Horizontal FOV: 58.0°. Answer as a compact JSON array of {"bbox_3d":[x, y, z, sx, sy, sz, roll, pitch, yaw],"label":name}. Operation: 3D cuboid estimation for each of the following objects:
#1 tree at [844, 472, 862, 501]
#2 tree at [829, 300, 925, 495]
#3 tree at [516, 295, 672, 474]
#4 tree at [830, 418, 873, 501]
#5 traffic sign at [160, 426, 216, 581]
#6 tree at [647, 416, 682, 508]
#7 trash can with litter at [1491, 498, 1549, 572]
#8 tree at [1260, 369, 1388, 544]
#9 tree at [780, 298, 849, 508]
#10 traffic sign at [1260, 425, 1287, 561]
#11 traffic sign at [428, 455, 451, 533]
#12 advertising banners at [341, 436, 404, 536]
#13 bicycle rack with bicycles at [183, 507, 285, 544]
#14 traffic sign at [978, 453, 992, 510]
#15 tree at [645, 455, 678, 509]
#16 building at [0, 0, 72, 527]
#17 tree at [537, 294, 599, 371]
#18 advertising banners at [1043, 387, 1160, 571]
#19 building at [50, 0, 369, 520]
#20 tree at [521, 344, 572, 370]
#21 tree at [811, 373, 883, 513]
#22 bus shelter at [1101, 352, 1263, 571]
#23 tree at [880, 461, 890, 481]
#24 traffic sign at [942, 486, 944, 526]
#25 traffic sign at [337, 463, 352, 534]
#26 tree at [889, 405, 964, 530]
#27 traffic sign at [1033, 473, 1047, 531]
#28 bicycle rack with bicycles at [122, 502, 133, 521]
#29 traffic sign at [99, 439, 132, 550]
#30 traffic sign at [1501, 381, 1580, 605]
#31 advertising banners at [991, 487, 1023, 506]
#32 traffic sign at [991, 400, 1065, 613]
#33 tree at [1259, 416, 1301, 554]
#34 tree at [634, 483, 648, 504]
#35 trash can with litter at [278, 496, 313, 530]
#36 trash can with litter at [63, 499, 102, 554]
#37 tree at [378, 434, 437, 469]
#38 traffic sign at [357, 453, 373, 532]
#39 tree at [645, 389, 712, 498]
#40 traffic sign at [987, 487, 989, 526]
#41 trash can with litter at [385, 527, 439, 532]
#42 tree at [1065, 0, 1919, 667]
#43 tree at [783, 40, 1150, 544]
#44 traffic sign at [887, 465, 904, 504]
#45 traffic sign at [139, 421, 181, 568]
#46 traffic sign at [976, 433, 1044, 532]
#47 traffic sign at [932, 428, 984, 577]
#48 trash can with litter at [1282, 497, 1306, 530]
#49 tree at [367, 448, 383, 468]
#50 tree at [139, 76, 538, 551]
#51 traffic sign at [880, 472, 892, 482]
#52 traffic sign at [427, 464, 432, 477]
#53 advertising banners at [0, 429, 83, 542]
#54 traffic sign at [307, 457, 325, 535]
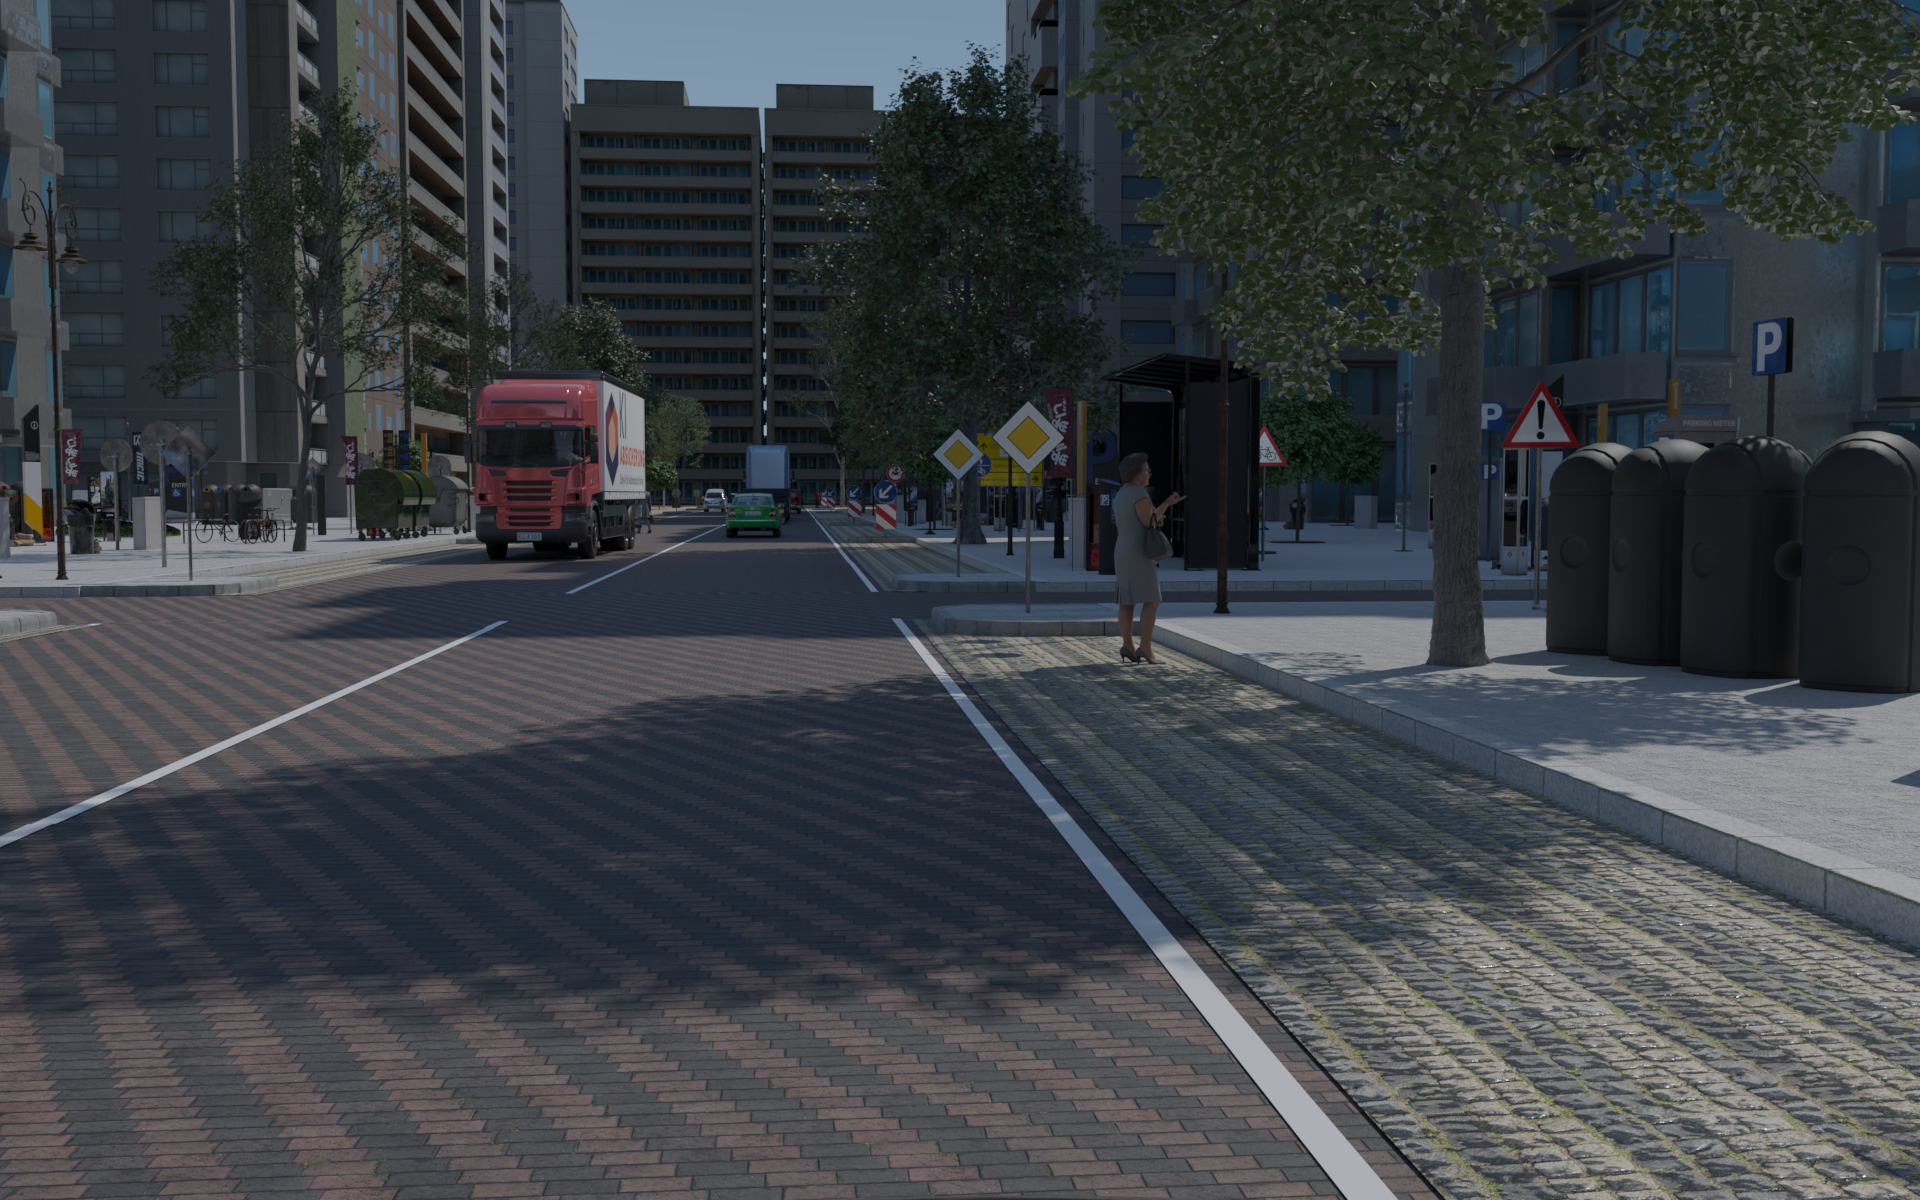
[{"bbox_3d":[-9.177,-9.357,147.587,1.663,3.219,1.824,0,3,0],"label":"tree"},{"bbox_3d":[-2.837,-10.346,87.284,7.486,12.596,7.792,0,3,0],"label":"tree"},{"bbox_3d":[-21.375,-11.203,100.177,9.611,12.733,9.660,0,3,0],"label":"tree"},{"bbox_3d":[-8.891,-11.818,143.593,4.737,8.622,4.395,0,3,0],"label":"tree"},{"bbox_3d":[-11.373,-1.340,25.558,0.795,2.450,0.064,0,4,-5],"label":"traffic sign"},{"bbox_3d":[-27.752,-12.874,160.856,4.737,8.622,4.395,0,3,0],"label":"tree"},{"bbox_3d":[9.639,-1.114,29.273,1.678,1.210,2.233,-2,4,-33],"label":"trash can with litter"},{"bbox_3d":[8.813,-3.776,45.456,4.285,4.588,4.351,0,3,0],"label":"tree"},{"bbox_3d":[-10.786,-18.947,165.665,12.611,20.169,13.585,0,3,0],"label":"tree"},{"bbox_3d":[5.766,-2.013,32.916,0.884,2.594,0.081,0,4,1],"label":"traffic sign"},{"bbox_3d":[-17.042,-3.463,56.726,0.768,2.556,0.104,0,4,-1],"label":"traffic sign"},{"bbox_3d":[-17.792,-3.449,52.583,0.090,3.025,2.074,3,5,42],"label":"advertising banners"},{"bbox_3d":[-18.913,-1.975,45.670,2.852,0.926,2.925,1,4,12],"label":"bicycle rack with bicycles"},{"bbox_3d":[0.576,-3.211,52.601,0.768,2.556,0.104,0,4,4],"label":"traffic sign"},{"bbox_3d":[-25.205,-9.860,144.930,4.285,4.588,4.351,0,3,0],"label":"tree"},{"bbox_3d":[-44.018,-26.573,54.075,23.786,49.044,30.456,0,4,-5],"label":"building"},{"bbox_3d":[-17.625,-8.143,67.558,8.767,10.594,7.601,2,4,25],"label":"tree"},{"bbox_3d":[2.354,-1.994,28.789,2.074,3.025,0.090,-1,4,-18],"label":"advertising banners"},{"bbox_3d":[-40.098,-24.886,90.486,14.154,41.232,14.086,0,4,-5],"label":"building"},{"bbox_3d":[-19.341,-8.171,83.962,4.360,8.622,3.978,0,3,0],"label":"tree"},{"bbox_3d":[-6.182,-11.038,114.881,8.767,10.594,7.601,3,5,39],"label":"tree"},{"bbox_3d":[3.977,-2.487,31.953,1.731,3.624,6.357,0,4,-5],"label":"bus shelter"},{"bbox_3d":[-3.939,-8.858,95.182,4.360,8.622,3.978,0,3,0],"label":"tree"},{"bbox_3d":[-0.696,-4.259,69.741,0.768,2.556,0.104,0,4,2],"label":"traffic sign"},{"bbox_3d":[-19.563,-3.399,55.583,0.884,2.594,0.081,0,4,1],"label":"traffic sign"},{"bbox_3d":[-0.863,-4.792,62.058,4.285,4.588,4.351,0,3,0],"label":"tree"},{"bbox_3d":[2.570,-3.657,59.790,0.884,2.594,0.081,0,4,2],"label":"traffic sign"},{"bbox_3d":[-38.873,-4.174,81.632,2.925,0.926,2.852,0,4,1],"label":"bicycle rack with bicycles"},{"bbox_3d":[-19.384,-2.426,39.778,0.768,2.556,0.104,0,4,3],"label":"traffic sign"},{"bbox_3d":[6.684,-1.223,20.005,0.884,2.594,0.081,0,4,4],"label":"traffic sign"},{"bbox_3d":[2.161,-5.206,81.298,2.074,3.025,0.090,2,4,28],"label":"advertising banners"},{"bbox_3d":[0.731,-0.919,18.667,0.795,2.450,0.064,0,4,-5],"label":"traffic sign"},{"bbox_3d":[6.202,-2.600,37.108,1.663,3.219,1.824,0,3,0],"label":"tree"},{"bbox_3d":[-23.269,-7.949,124.575,1.663,3.219,1.824,0,3,0],"label":"tree"},{"bbox_3d":[-24.132,-3.117,62.026,2.233,1.210,1.678,-3,5,-39],"label":"trash can with litter"},{"bbox_3d":[-18.761,-1.567,37.011,0.624,1.170,1.055,-1,4,-11],"label":"trash can with litter"},{"bbox_3d":[-28.834,-6.505,90.073,4.285,4.588,4.351,0,3,0],"label":"tree"},{"bbox_3d":[-18.463,-3.256,53.335,0.768,2.556,0.104,0,4,-3],"label":"traffic sign"},{"bbox_3d":[-28.103,-15.007,171.116,9.928,11.665,9.643,0,3,0],"label":"tree"},{"bbox_3d":[1.114,-4.254,69.658,0.768,2.556,0.104,0,4,3],"label":"traffic sign"},{"bbox_3d":[-19.078,-2.978,59.744,2.233,1.210,1.678,-1,4,-23],"label":"trash can with litter"},{"bbox_3d":[3.867,-5.758,12.267,7.486,12.596,7.792,0,3,0],"label":"tree"},{"bbox_3d":[0.267,-7.789,44.350,9.611,12.733,9.660,0,3,0],"label":"tree"},{"bbox_3d":[-2.730,-4.485,73.443,0.768,2.556,0.104,0,3,0],"label":"traffic sign"},{"bbox_3d":[-13.897,-1.839,30.178,0.768,2.556,0.104,0,4,-3],"label":"traffic sign"},{"bbox_3d":[1.656,-3.912,57.826,2.265,3.308,0.079,0,3,0],"label":"traffic sign"},{"bbox_3d":[-0.028,-1.405,26.616,0.795,2.450,0.064,0,4,-5],"label":"traffic sign"},{"bbox_3d":[12.029,-3.132,62.594,0.624,1.170,1.055,-2,4,-24],"label":"trash can with litter"},{"bbox_3d":[-24.693,-4.790,72.910,1.663,3.219,1.824,0,3,0],"label":"tree"},{"bbox_3d":[-14.439,-6.360,38.398,7.601,10.594,8.767,0,4,2],"label":"tree"},{"bbox_3d":[-4.228,-6.064,99.248,0.768,2.556,0.104,0,4,-5],"label":"traffic sign"},{"bbox_3d":[-22.765,-4.536,74.275,0.768,2.556,0.104,0,3,0],"label":"traffic sign"},{"bbox_3d":[-24.592,-3.070,46.380,2.074,3.025,0.090,-1,4,-20],"label":"advertising banners"},{"bbox_3d":[-20.315,-3.254,54.380,0.795,2.450,0.064,0,4,-1],"label":"traffic sign"}]
